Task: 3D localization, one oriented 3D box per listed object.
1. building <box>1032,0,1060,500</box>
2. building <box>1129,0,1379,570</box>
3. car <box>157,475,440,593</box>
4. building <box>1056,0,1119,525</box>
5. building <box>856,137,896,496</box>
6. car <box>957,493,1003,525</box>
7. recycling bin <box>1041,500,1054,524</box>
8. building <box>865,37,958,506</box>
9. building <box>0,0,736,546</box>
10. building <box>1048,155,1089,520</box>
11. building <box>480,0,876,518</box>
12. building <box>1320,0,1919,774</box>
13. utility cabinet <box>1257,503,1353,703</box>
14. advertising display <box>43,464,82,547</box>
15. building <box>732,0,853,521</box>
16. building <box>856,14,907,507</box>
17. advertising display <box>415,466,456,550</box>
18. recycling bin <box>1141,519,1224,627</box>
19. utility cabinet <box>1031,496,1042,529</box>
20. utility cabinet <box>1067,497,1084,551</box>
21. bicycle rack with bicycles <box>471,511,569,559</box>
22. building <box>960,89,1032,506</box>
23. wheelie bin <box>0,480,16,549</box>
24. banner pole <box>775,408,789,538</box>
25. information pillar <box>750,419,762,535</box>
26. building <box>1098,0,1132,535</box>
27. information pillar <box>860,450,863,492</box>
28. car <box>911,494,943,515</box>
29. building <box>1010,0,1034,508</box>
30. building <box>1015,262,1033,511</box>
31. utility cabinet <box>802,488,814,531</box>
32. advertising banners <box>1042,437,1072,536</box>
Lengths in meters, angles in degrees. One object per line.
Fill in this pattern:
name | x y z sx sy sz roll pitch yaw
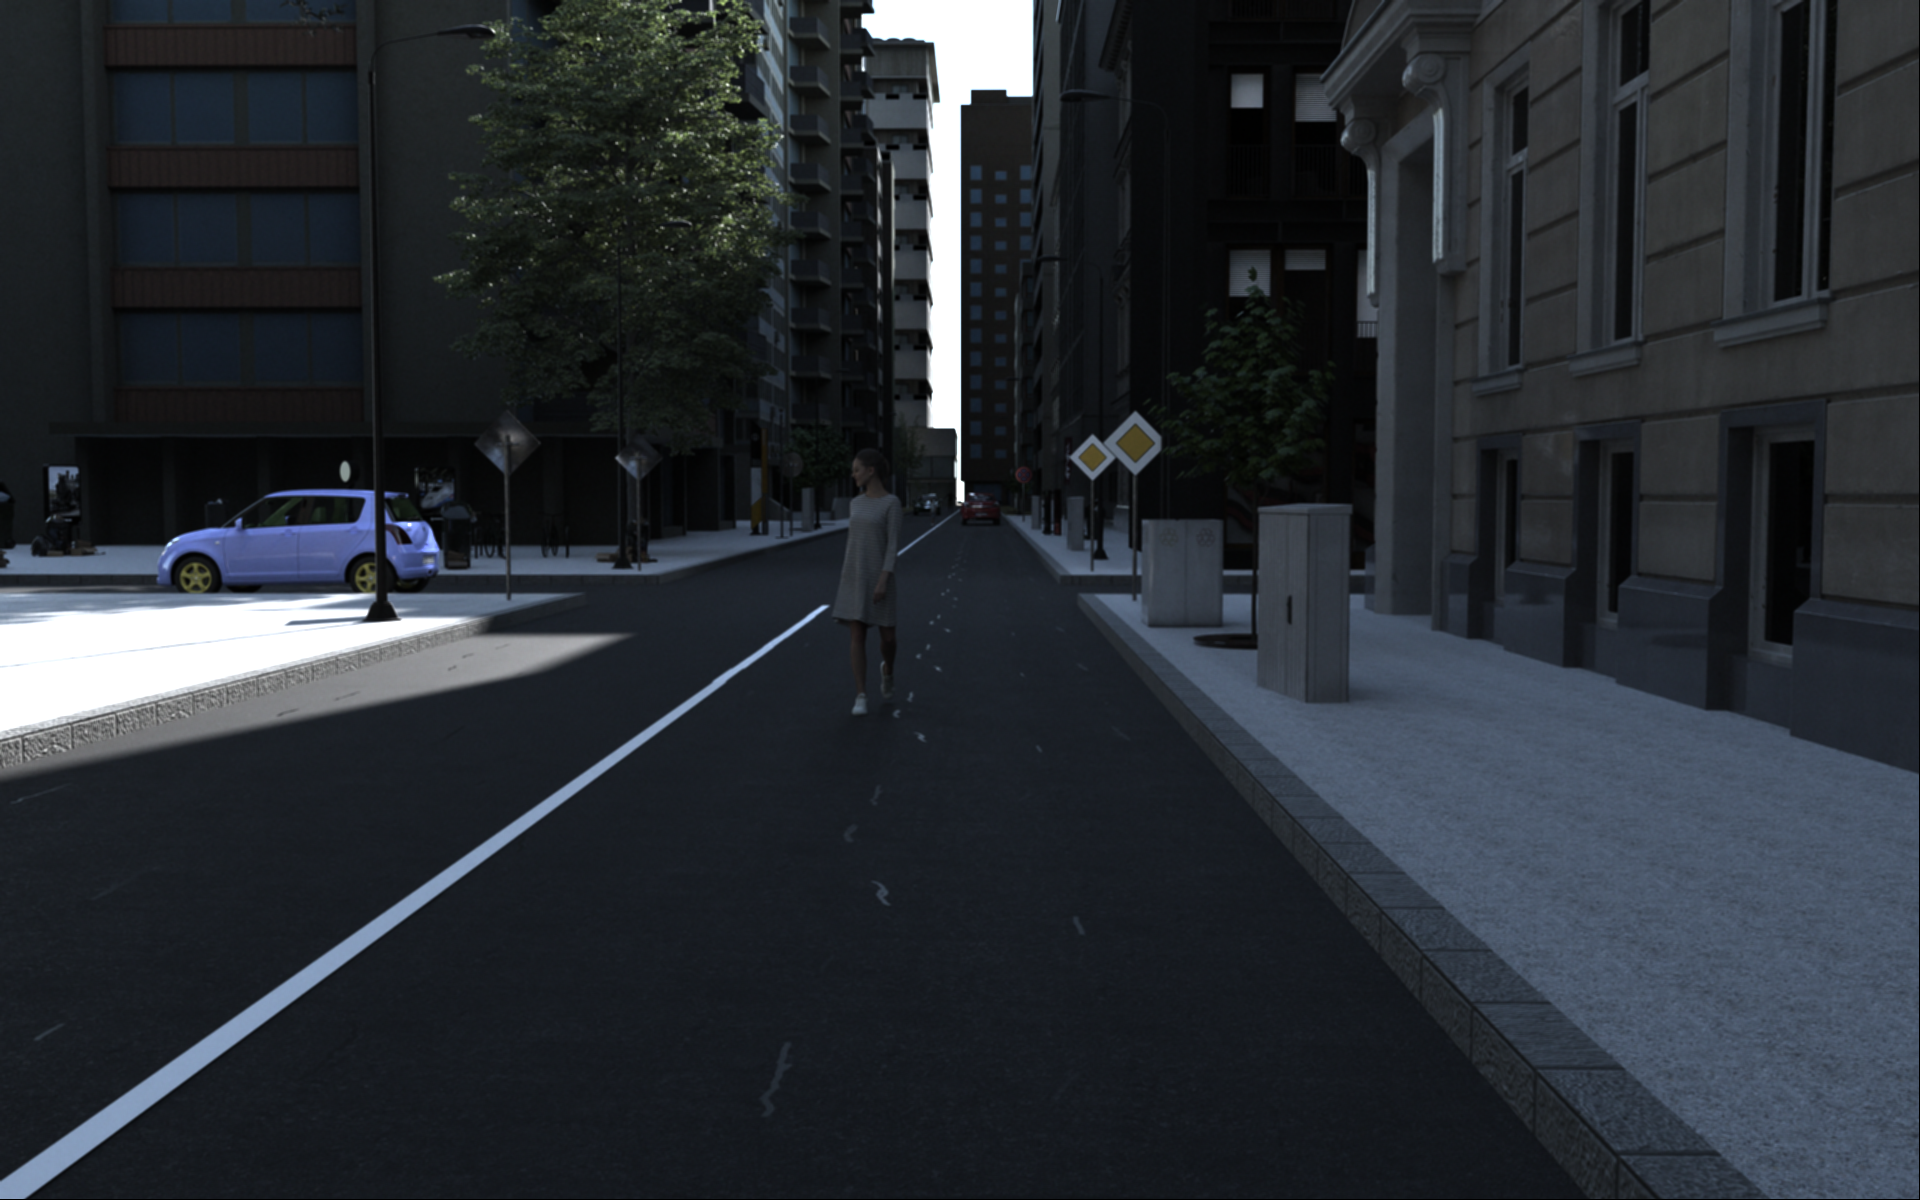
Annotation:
building | 15.939 -30.202 117.508 21.300 48.544 21.600 0 4 1
building | 11.867 -12.528 34.512 15.834 23.373 12.332 0 4 1
car | -9.228 -0.893 24.186 3.694 1.707 1.945 0 4 0
building | 11.669 -17.079 72.755 14.314 27.812 24.014 0 4 1
building | -12.612 -22.526 139.994 14.160 30.474 14.107 0 4 1
car | 0.944 -4.420 81.315 2.155 1.783 4.494 0 4 -1
recycling bin | 3.764 -3.822 75.051 0.722 1.027 0.722 1 4 11
building | -14.132 -37.489 202.187 27.495 52.752 28.713 0 4 1
building | -18.018 -24.466 54.646 22.147 44.769 28.867 0 4 1
building | 10.037 -15.015 94.654 9.793 20.994 18.267 0 4 1
building | -17.266 -28.351 118.167 22.147 44.769 28.867 0 4 1
building | 10.633 -13.632 8.782 13.634 28.700 20.117 0 4 1
utility cabinet | 2.186 0.003 11.109 0.306 1.237 1.020 0 4 -7
advertising display | -19.541 -1.989 37.727 0.123 1.923 0.974 1 4 14
building | -22.034 -24.301 89.204 32.217 40.220 23.993 0 4 1
building | -21.099 -52.185 165.904 31.000 86.520 22.319 0 4 1
advertising display | -12.042 -2.116 39.809 0.123 1.923 0.974 3 5 41
recycling bin | 2.174 -0.271 16.989 0.722 1.027 0.722 0 3 0
utility cabinet | 2.818 -3.206 63.577 0.306 1.237 1.020 0 4 8
utility cabinet | 2.630 -1.738 39.581 0.306 1.237 1.020 0 4 -2
bicycle rack with bicycles | -9.032 -1.337 35.244 2.852 0.926 2.925 -1 4 -11
building | 7.195 -33.328 195.025 14.200 45.320 14.600 0 4 1
wheelie bin | -22.460 -1.981 40.302 0.980 1.594 0.693 1 4 23
banner pole | -5.186 -3.702 50.550 0.401 3.779 0.863 0 4 -1
information pillar | -6.324 -3.843 54.189 0.504 3.616 0.183 -1 4 -20
building | 10.013 -11.425 51.429 10.561 19.102 19.286 0 4 1
information pillar | -5.199 -6.115 91.333 0.183 3.616 0.504 0 4 2
car | -2.243 -6.519 118.388 2.131 1.459 4.920 0 4 0
building | 15.259 -44.585 167.219 20.563 71.187 20.611 0 4 1
building | 18.639 -18.255 143.504 27.650 21.520 28.899 0 4 1
utility cabinet | -5.194 -3.084 59.095 0.318 1.500 1.173 0 4 2
advertising banners | 3.024 -3.521 53.758 0.090 3.025 2.074 -1 4 -22
